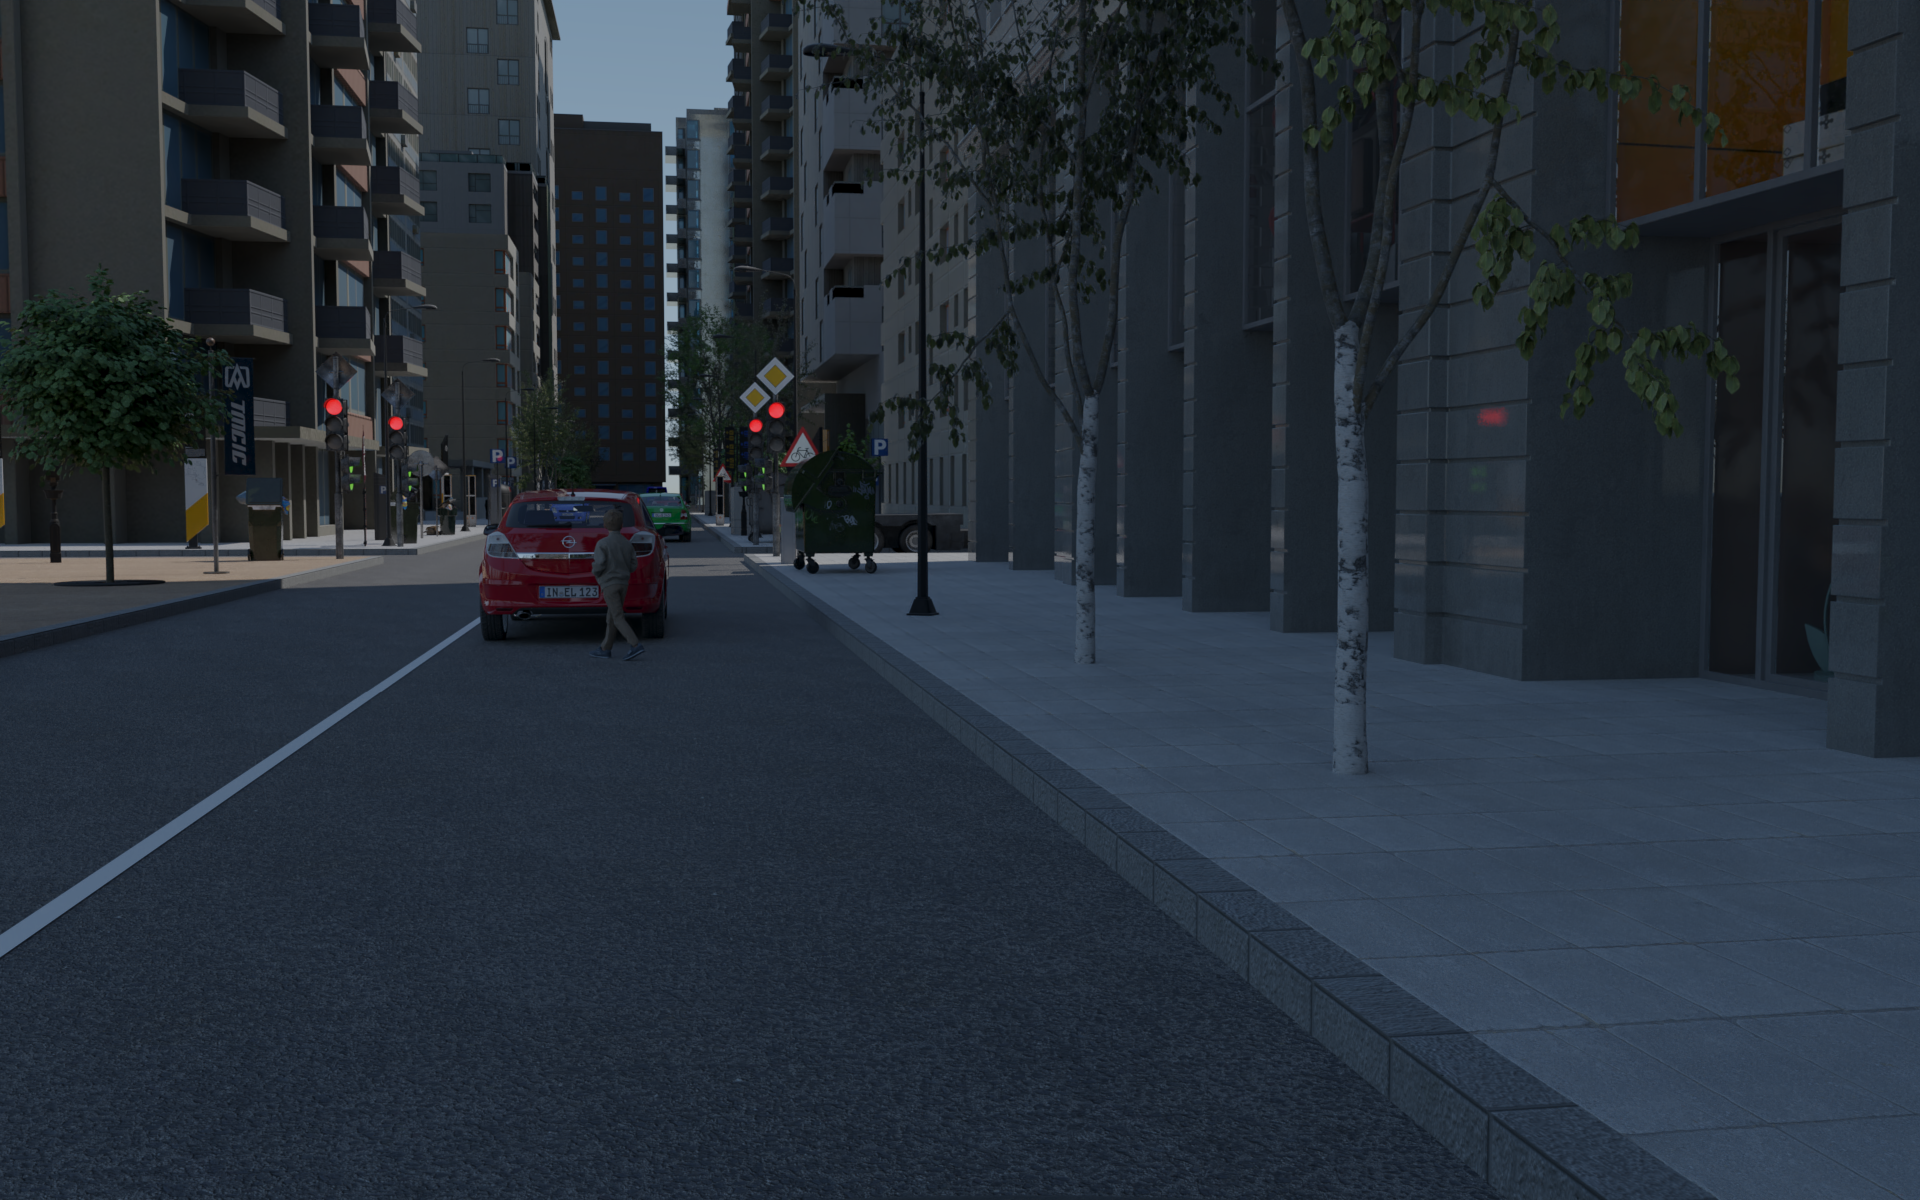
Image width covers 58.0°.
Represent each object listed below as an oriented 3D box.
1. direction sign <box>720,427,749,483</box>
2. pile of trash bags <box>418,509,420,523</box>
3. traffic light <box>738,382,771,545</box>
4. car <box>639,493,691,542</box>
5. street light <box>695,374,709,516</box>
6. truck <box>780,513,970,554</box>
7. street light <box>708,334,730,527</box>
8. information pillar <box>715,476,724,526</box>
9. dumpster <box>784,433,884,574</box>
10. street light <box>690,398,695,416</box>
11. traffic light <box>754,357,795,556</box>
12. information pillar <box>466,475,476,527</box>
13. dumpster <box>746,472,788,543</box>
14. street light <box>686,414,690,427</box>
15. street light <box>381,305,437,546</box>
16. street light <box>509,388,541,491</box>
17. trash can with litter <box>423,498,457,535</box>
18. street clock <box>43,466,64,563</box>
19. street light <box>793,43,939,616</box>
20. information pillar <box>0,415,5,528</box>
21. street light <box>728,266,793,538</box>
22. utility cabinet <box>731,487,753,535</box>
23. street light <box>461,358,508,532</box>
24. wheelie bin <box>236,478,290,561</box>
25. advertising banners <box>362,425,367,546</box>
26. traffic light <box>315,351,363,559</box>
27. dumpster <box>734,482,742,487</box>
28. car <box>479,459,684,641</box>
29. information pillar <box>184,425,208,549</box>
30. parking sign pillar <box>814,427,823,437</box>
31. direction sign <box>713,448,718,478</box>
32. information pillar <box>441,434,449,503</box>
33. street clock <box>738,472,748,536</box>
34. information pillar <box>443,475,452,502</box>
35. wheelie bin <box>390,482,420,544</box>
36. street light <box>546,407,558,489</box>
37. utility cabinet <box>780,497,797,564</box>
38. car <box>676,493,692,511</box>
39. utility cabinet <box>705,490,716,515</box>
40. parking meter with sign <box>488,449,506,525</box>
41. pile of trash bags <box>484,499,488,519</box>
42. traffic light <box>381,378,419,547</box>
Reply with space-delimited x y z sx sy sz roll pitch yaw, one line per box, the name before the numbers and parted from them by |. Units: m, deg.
direction sign | -7.530 -4.072 58.571 0.876 3.537 0.379 -2 4 -31
pile of trash bags | -26.001 -4.159 77.745 3.447 1.369 1.912 -1 4 -20
traffic light | -5.148 -3.334 43.437 0.839 4.253 0.868 -1 4 -10
car | -9.174 -2.696 52.879 1.959 1.807 4.718 -1 4 -11
street light | -9.395 -5.793 67.256 1.470 5.913 1.316 -1 4 -10
truck | 5.217 -3.105 40.529 18.799 4.110 2.967 -1 4 -9
street light | -6.497 -4.773 50.577 1.470 5.913 1.316 -1 4 -10
information pillar | -9.742 -4.019 70.207 0.304 2.012 0.304 -1 4 -17
dumpster | -2.092 -1.594 28.556 1.502 2.255 1.985 -1 4 -10
street light | -12.180 -6.805 83.808 1.470 5.913 1.316 -1 4 -10
traffic light | -3.802 -2.853 35.566 0.839 4.253 0.868 -1 4 -10
information pillar | -19.186 -3.878 67.895 0.304 2.012 0.304 -3 5 -43
dumpster | -5.012 -2.465 46.063 1.264 1.857 1.865 -1 4 -10
street light | -15.100 -7.848 100.848 1.470 5.913 1.316 -1 4 -10
street light | -13.523 -4.282 42.556 1.470 5.913 1.316 -1 4 -10
street light | -19.319 -6.322 75.913 1.470 5.913 1.316 -1 4 -10
trash can with litter | -16.243 -2.611 54.071 1.055 1.170 0.624 1 4 10
street clock | -16.876 -1.694 32.270 0.358 2.002 0.471 -2 4 -26
street light | -0.929 -2.787 18.113 1.470 5.913 1.316 -1 4 -10
information pillar | -22.572 -2.995 40.319 0.504 3.616 0.183 -1 4 -20
street light | -3.918 -3.852 35.528 1.470 5.913 1.316 -1 4 -10
utility cabinet | -6.578 -2.784 54.193 1.173 1.500 0.318 -2 4 -31
street light | -16.448 -5.310 59.364 1.470 5.913 1.316 -1 4 -10
wheelie bin | -13.432 -1.561 33.427 0.980 1.594 0.693 -1 4 -17
advertising banners | -14.868 -2.877 43.226 0.090 3.025 2.074 -1 4 -18
traffic light | -12.238 -2.764 34.112 0.839 4.253 0.868 -1 4 -10
dumpster | -6.738 -3.102 56.472 1.264 1.857 1.865 -1 4 -10
car | -4.043 -0.580 18.528 2.155 1.783 4.494 -1 4 -9
information pillar | -17.819 -2.997 40.354 0.504 3.616 0.183 -1 4 -16
parking sign pillar | -5.758 -5.007 70.337 1.447 3.967 1.447 -2 4 -27
direction sign | -11.953 -5.756 86.111 0.379 3.537 0.876 2 4 34
information pillar | -20.141 -4.673 67.758 0.183 3.616 0.504 0 4 8
street clock | -6.649 -2.979 53.270 0.358 2.002 0.471 0 4 -7
information pillar | -19.374 -3.730 65.480 0.304 2.012 0.304 -1 4 -14
wheelie bin | -14.396 -2.260 44.852 0.693 1.594 0.980 -3 4 -37
street light | -22.145 -7.334 92.458 1.470 5.913 1.316 -1 4 -10
utility cabinet | -3.163 -1.281 32.101 0.306 1.237 1.020 0 4 -5
car | -14.558 -4.762 86.893 2.155 1.783 4.494 0 4 -8
utility cabinet | -14.887 -5.783 103.227 0.318 1.500 1.173 1 4 13
parking meter with sign | -18.157 -4.368 67.672 0.543 3.016 1.738 -1 4 -21
pile of trash bags | -23.167 -4.781 87.921 1.912 1.369 3.447 -2 4 -23
traffic light | -13.584 -3.245 41.983 0.839 4.253 0.868 -1 4 -10
